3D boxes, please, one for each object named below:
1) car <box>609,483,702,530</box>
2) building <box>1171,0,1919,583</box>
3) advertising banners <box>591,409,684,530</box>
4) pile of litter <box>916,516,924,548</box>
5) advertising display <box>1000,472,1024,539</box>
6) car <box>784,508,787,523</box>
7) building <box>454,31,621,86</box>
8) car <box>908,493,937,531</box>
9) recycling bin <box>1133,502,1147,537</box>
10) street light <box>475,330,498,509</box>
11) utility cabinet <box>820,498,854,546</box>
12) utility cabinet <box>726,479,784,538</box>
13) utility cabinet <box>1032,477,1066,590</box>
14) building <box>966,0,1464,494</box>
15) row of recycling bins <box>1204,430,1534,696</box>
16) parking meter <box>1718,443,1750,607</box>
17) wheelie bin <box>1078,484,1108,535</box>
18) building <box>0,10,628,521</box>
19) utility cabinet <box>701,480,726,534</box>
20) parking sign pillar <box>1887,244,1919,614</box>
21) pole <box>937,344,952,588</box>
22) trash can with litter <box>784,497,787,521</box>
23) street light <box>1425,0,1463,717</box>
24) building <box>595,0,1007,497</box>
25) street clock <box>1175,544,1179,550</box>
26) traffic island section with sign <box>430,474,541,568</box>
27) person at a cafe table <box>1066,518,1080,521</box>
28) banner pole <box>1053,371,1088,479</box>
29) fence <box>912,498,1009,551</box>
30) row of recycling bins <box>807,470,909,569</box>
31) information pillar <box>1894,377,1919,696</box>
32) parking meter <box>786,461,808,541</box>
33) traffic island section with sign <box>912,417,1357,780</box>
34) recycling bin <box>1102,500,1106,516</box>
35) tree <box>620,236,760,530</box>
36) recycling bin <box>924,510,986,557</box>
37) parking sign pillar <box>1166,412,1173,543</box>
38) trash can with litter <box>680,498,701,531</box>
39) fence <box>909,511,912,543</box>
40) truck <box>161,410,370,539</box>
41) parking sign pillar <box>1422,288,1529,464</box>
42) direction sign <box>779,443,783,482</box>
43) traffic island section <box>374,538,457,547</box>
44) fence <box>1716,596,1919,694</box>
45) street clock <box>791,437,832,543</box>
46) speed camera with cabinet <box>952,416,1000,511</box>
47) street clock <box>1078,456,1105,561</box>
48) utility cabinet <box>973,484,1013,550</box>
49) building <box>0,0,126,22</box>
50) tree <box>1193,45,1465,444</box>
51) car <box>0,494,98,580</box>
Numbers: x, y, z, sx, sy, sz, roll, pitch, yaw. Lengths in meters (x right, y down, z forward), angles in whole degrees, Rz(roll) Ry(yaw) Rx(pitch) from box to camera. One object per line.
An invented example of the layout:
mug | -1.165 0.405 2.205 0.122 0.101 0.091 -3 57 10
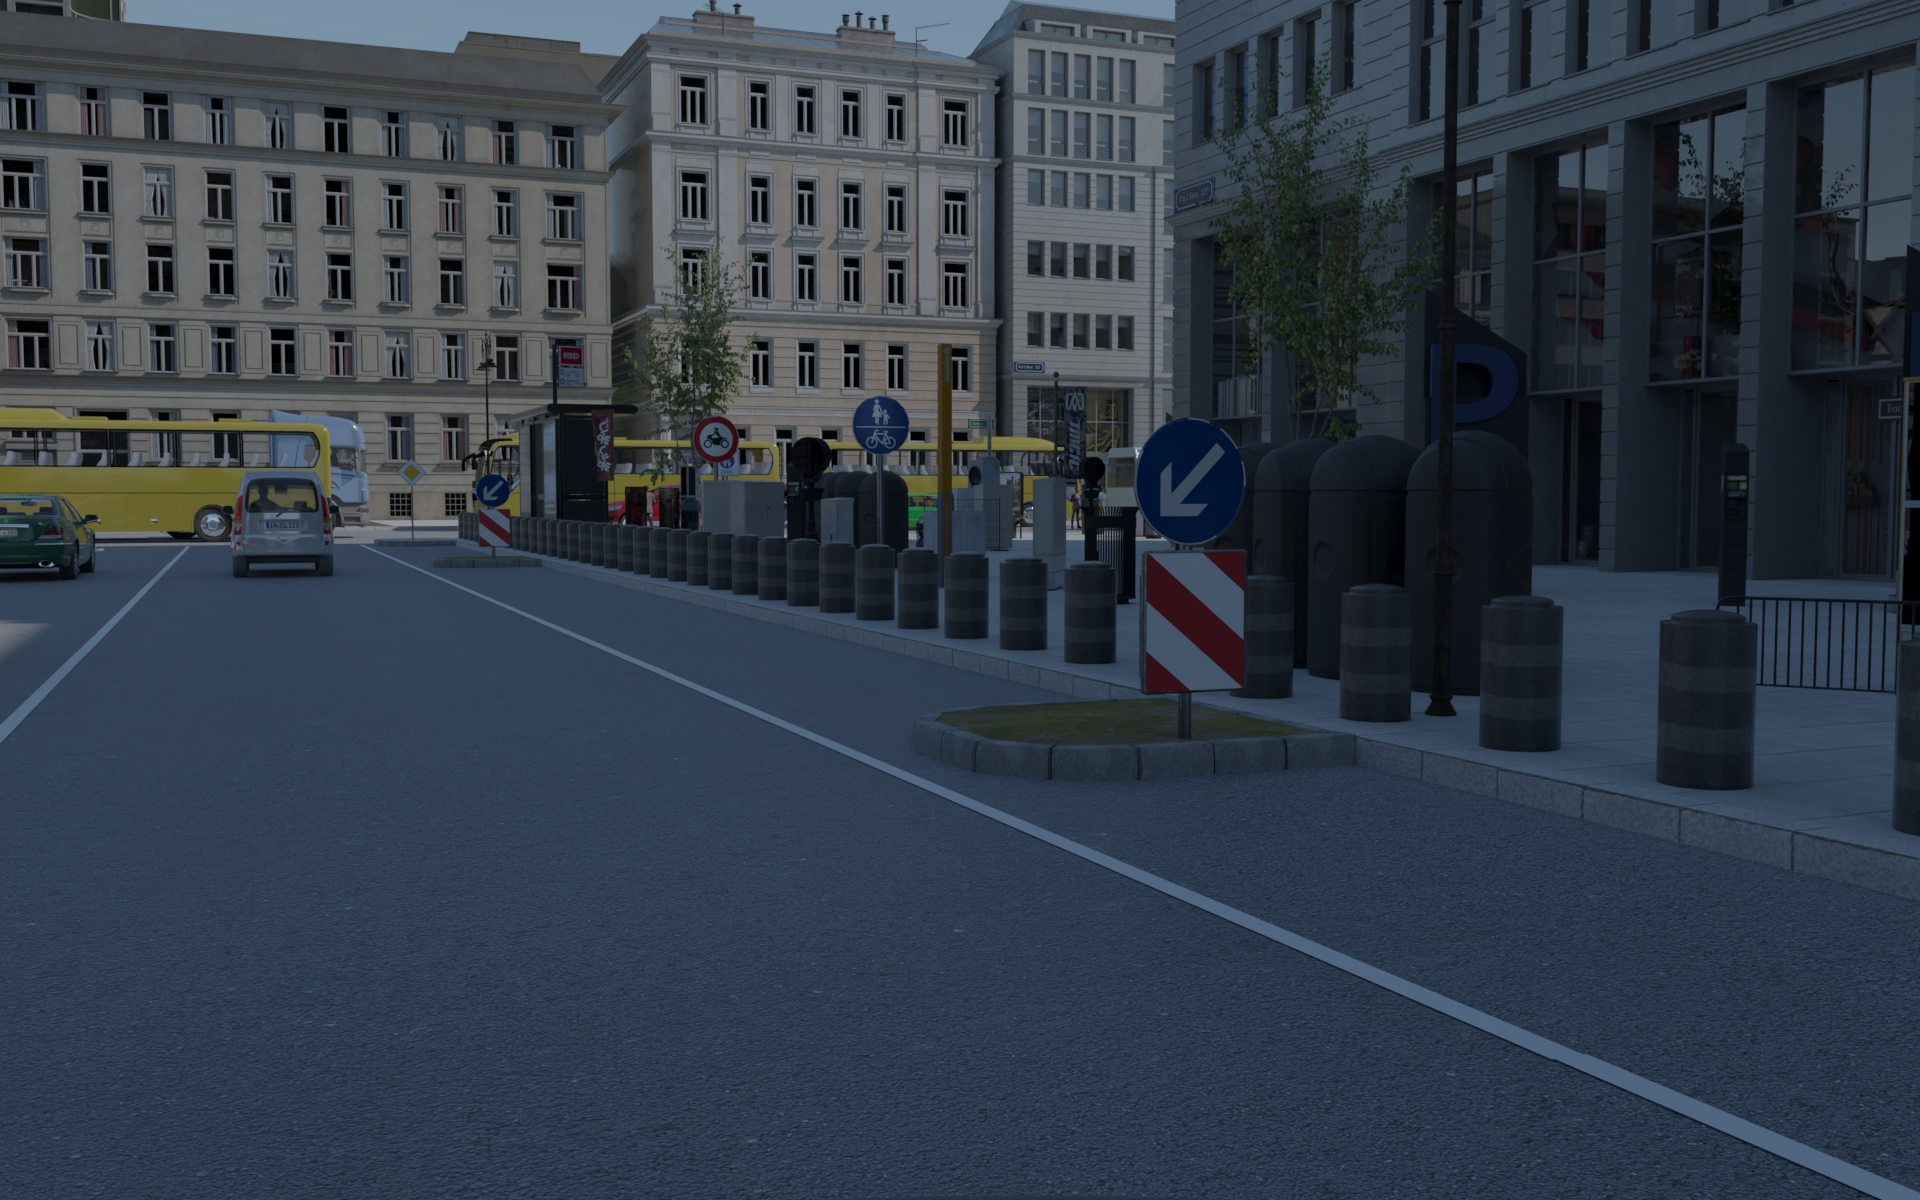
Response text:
car | -10.167 -3.213 61.200 5.304 1.827 2.281 -1 4 -22
building | 15.736 -15.424 29.674 11.434 29.767 29.804 -1 4 -22
advertising banners | -6.639 -2.410 35.593 2.074 3.025 0.090 1 4 17
pile of litter | -0.431 -1.255 34.491 1.176 0.858 1.719 1 4 9
advertising display | 1.477 -2.747 50.126 0.123 1.923 0.974 -3 5 -40
car | -8.861 -3.400 68.173 3.894 1.354 1.945 -1 4 -21
building | -42.520 -34.166 182.308 21.300 48.544 21.600 -1 4 -22
car | -1.175 -3.075 59.070 4.718 1.807 1.959 -1 4 -22
recycling bin | 5.628 -2.412 51.990 0.722 1.027 0.722 2 4 25
street light | -13.318 -4.651 48.836 0.468 5.910 1.993 -1 4 -22
utility cabinet | -2.480 -1.406 34.145 0.306 1.237 1.020 -3 4 -38
utility cabinet | -3.112 -1.101 26.680 0.318 1.500 1.173 2 4 24
utility cabinet | 1.204 -0.905 23.468 0.318 1.500 1.173 1 4 11
building | 14.476 -20.067 105.590 29.804 29.767 11.434 -1 4 -22
row of recycling bins | 2.828 -0.335 12.584 1.069 1.692 3.534 -1 4 -20
parking meter | 8.871 -0.865 19.859 0.255 1.863 0.399 1 4 16
wheelie bin | 4.198 -2.870 54.838 0.980 1.594 0.693 1 4 16
building | -33.588 -15.631 88.845 30.059 22.955 16.112 -1 4 -22
utility cabinet | -3.602 -1.194 28.195 1.173 1.500 0.318 -1 4 -16
parking sign pillar | 10.738 -1.831 18.412 1.447 3.967 1.447 2 4 28
pole | -0.208 -1.822 23.640 0.158 3.312 0.155 0 3 0
trash can with litter | -8.295 -4.403 83.382 0.624 1.170 1.055 0 4 -4
street light | 2.795 -2.269 9.890 0.468 5.910 1.993 -1 4 -22
building | -9.262 -19.071 97.719 20.117 28.700 13.634 -1 4 -22
street clock | 4.518 -1.880 35.311 0.358 2.002 0.471 -3 5 -40
traffic island section with sign | -9.520 -1.587 34.573 1.989 1.847 2.006 -1 4 -22
person at a cafe table | 5.415 -4.472 83.984 1.726 1.238 1.698 2 4 32
banner pole | 2.192 -2.779 35.457 0.863 3.779 0.401 0 4 2
fence | 0.058 -1.658 38.308 2.264 1.192 0.480 -3 4 -37
row of recycling bins | -1.908 -1.475 31.229 1.069 1.692 3.534 -2 4 -24
information pillar | 6.148 -0.394 10.933 0.304 2.012 0.304 -3 4 -38
parking meter | -2.888 -1.515 30.485 0.255 1.863 0.399 1 4 9
traffic island section with sign | 0.811 -0.064 9.668 1.989 1.847 2.006 -1 4 -22
recycling bin | 7.885 -4.762 90.409 0.722 1.027 0.722 3 4 37
tree | -7.607 -6.076 49.703 4.737 8.622 4.395 0 3 0
recycling bin | -0.083 -0.844 26.349 0.722 1.027 0.722 -2 4 -31
parking sign pillar | 6.172 -3.461 45.053 1.447 3.967 1.447 0 4 -7
trash can with litter | -6.809 -1.993 43.978 0.624 1.170 1.055 0 4 -8
fence | -1.148 -1.928 42.732 2.264 1.192 0.480 3 4 36
truck | -27.680 -3.938 54.138 18.799 4.110 2.967 -1 4 -22
parking sign pillar | 6.700 -2.084 22.550 1.447 3.967 1.447 1 4 10
direction sign | -8.000 -5.228 77.482 0.379 3.537 0.876 0 4 4
traffic island section | -15.340 -1.612 48.634 2.009 0.180 2.903 -1 4 -22
fence | 5.301 0.346 9.716 2.069 0.683 0.278 2 4 33
street clock | -1.891 -1.068 22.039 0.471 2.002 0.358 1 4 20
speed camera with cabinet | 0.207 -3.067 44.484 0.660 3.252 2.038 -2 4 -34
street clock | 2.540 -1.766 33.448 0.471 2.002 0.358 -2 4 -27
utility cabinet | 0.754 -1.905 39.821 0.318 1.500 1.173 2 4 35
building | -120.374 -48.248 227.110 20.611 71.187 20.563 -1 4 -22
tree | 5.868 -4.804 28.903 4.737 8.622 4.395 0 3 0
car | -16.175 -1.115 30.022 2.131 1.459 4.920 -1 4 -21
